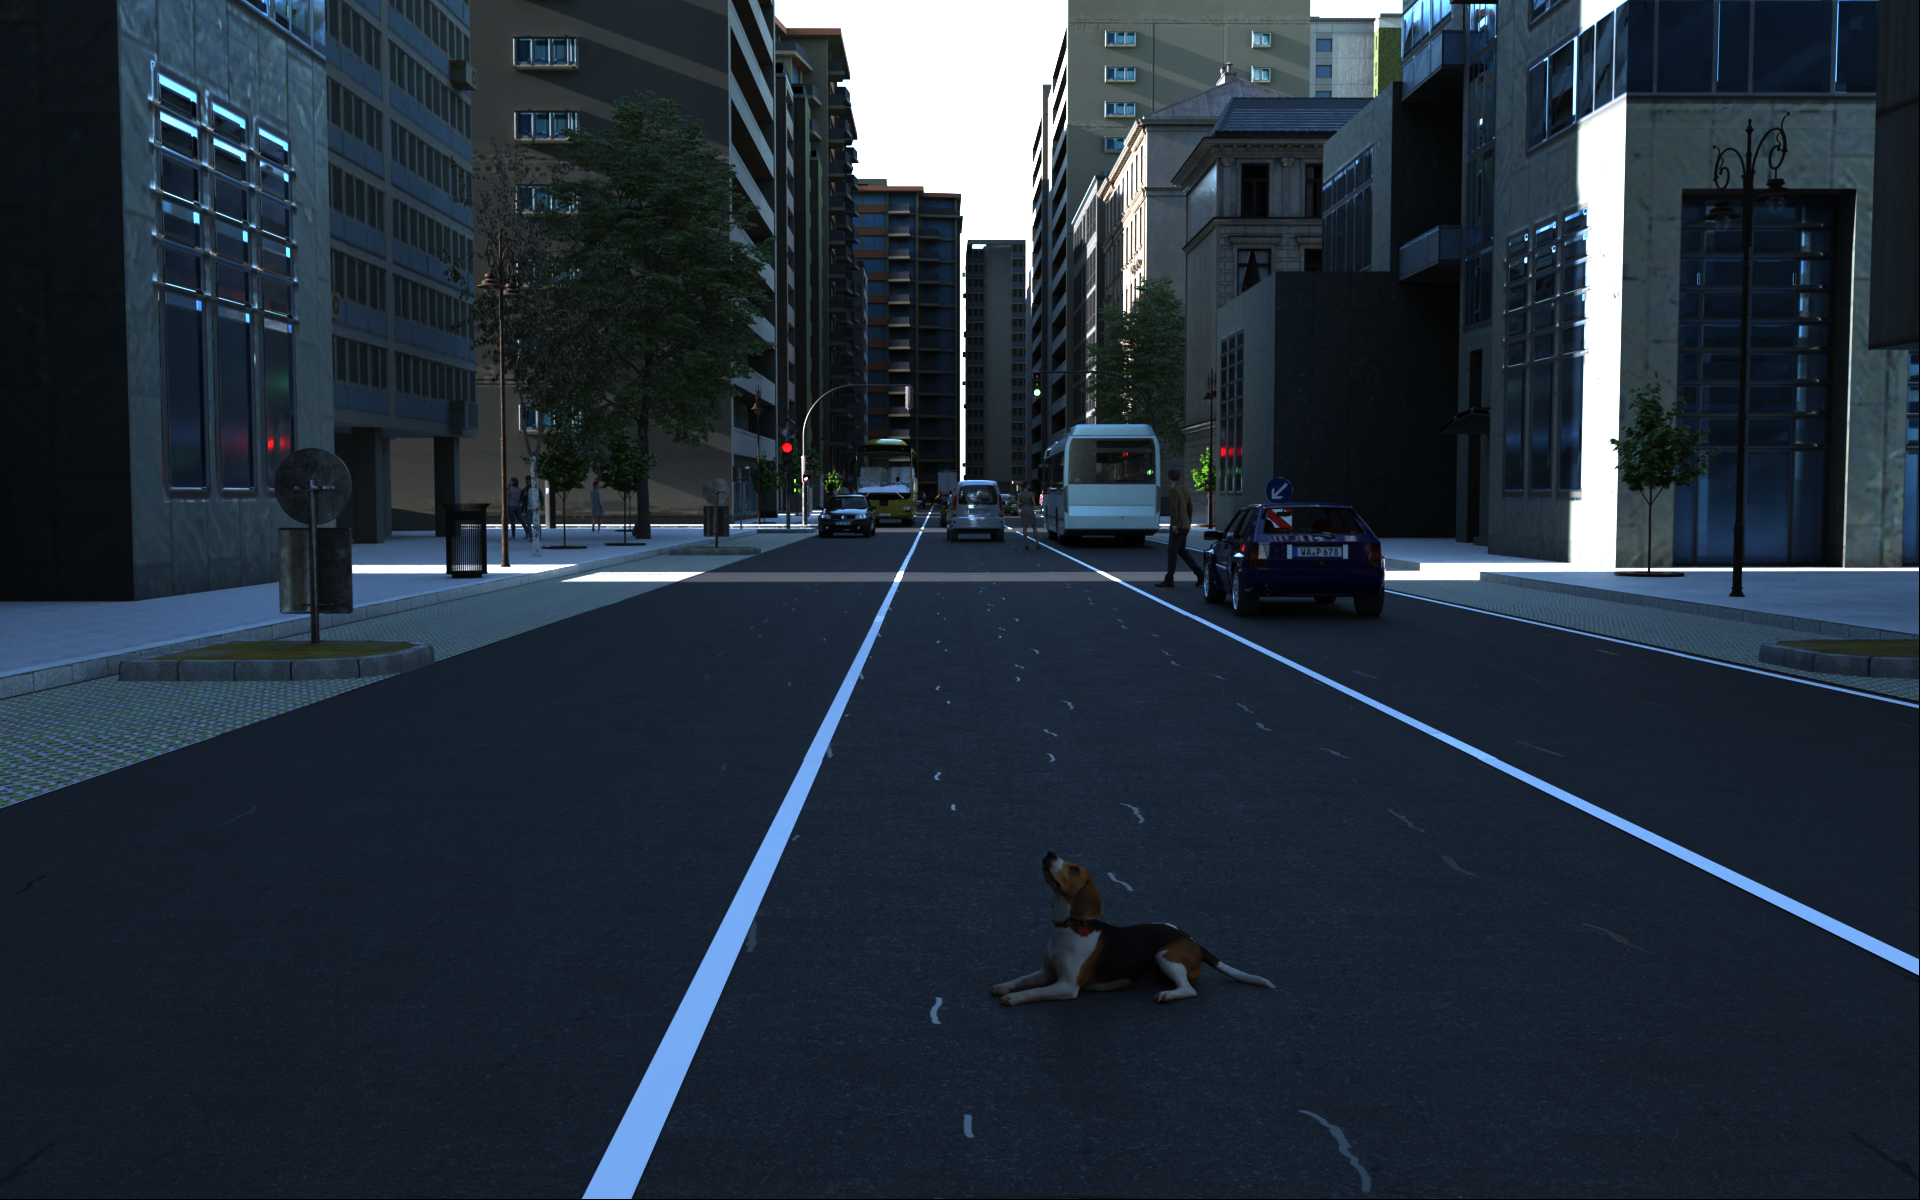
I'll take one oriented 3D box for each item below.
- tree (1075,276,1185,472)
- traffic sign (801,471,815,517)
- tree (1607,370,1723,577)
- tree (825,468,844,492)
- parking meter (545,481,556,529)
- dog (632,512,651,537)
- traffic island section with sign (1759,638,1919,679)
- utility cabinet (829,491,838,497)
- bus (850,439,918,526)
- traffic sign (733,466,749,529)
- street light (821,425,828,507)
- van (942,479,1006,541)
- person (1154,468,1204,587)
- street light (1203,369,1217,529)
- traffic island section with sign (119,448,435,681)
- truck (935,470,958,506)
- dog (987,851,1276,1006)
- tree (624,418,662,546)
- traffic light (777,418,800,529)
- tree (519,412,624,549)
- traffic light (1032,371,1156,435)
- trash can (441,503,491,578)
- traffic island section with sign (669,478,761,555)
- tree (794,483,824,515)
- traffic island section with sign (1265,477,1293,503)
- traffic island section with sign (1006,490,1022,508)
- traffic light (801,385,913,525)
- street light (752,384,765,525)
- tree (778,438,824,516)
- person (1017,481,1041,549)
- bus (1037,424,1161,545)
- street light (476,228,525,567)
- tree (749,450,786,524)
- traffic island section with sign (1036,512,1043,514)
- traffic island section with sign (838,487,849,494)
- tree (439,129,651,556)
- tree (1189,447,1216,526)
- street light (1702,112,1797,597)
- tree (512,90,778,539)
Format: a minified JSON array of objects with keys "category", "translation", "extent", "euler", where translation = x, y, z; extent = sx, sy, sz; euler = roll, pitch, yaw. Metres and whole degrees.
[{"category":"tree","translation":[9.916,-10.518,90.094],"extent":[7.486,12.596,7.792],"euler":[0,3,0]},{"category":"traffic sign","translation":[-8.450,-5.891,96.416],"extent":[0.768,2.556,0.104],"euler":[0,4,5]},{"category":"tree","translation":[10.765,-1.982,27.009],"extent":[1.663,3.219,1.824],"euler":[0,3,0]},{"category":"tree","translation":[-9.302,-8.085,126.783],"extent":[1.663,3.219,1.824],"euler":[0,3,0]},{"category":"parking meter","translation":[-15.292,-3.605,64.653],"extent":[0.255,1.863,0.399],"euler":[-3,5,-42]},{"category":"dog","translation":[-9.705,-2.332,52.502],"extent":[0.513,0.831,0.800],"euler":[-2,4,-23]},{"category":"traffic island section with sign","translation":[7.789,-0.344,14.251],"extent":[1.989,1.847,2.006],"euler":[0,4,-1]},{"category":"utility cabinet","translation":[-8.713,-6.770,119.373],"extent":[0.318,1.500,1.173],"euler":[-2,4,-24]},{"category":"bus","translation":[-3.326,-5.433,80.377],"extent":[2.896,3.916,12.252],"euler":[0,4,-1]},{"category":"traffic sign","translation":[-7.952,-3.716,62.882],"extent":[0.606,2.300,0.079],"euler":[0,4,7]},{"category":"street light","translation":[-8.969,-8.653,114.263],"extent":[0.468,5.910,1.993],"euler":[0,4,-1]},{"category":"van","translation":[0.453,-2.860,53.766],"extent":[2.013,2.044,4.112],"euler":[0,4,-2]},{"category":"person","translation":[3.416,-1.123,26.770],"extent":[0.836,1.842,0.656],"euler":[0,3,0]},{"category":"street light","translation":[9.251,-5.564,63.757],"extent":[0.468,5.910,1.993],"euler":[0,4,-1]},{"category":"traffic island section with sign","translation":[-5.432,-0.337,14.135],"extent":[1.989,1.847,2.006],"euler":[0,4,-1]},{"category":"truck","translation":[-1.589,-13.530,210.130],"extent":[2.839,4.237,11.283],"euler":[0,4,-1]},{"category":"dog","translation":[0.496,0.931,4.965],"extent":[0.748,0.427,0.550],"euler":[2,4,24]},{"category":"tree","translation":[-8.522,-2.979,43.315],"extent":[1.663,3.219,1.824],"euler":[0,3,0]},{"category":"traffic light","translation":[-6.327,-4.587,63.915],"extent":[0.839,4.253,0.868],"euler":[0,4,-1]},{"category":"tree","translation":[-9.213,-2.819,40.695],"extent":[1.663,3.219,1.824],"euler":[0,3,0]},{"category":"traffic light","translation":[5.042,-5.459,63.928],"extent":[4.771,5.953,1.251],"euler":[0,4,-1]},{"category":"trash can","translation":[-7.566,-0.911,26.541],"extent":[0.748,1.137,0.748],"euler":[0,3,0]},{"category":"traffic island section with sign","translation":[-5.768,-1.985,41.088],"extent":[1.989,1.847,2.006],"euler":[0,4,-1]},{"category":"tree","translation":[-9.517,-6.817,106.051],"extent":[1.663,3.219,1.824],"euler":[0,3,0]},{"category":"traffic island section with sign","translation":[7.454,-2.032,41.847],"extent":[1.989,1.847,2.006],"euler":[0,4,-1]},{"category":"traffic island section with sign","translation":[5.842,-10.111,173.941],"extent":[1.989,1.847,2.006],"euler":[0,4,-1]},{"category":"traffic light","translation":[-4.334,-5.951,71.960],"extent":[4.771,5.953,1.251],"euler":[0,4,-1]},{"category":"street light","translation":[-8.467,-6.118,72.816],"extent":[0.468,5.910,1.993],"euler":[0,4,-1]},{"category":"tree","translation":[-9.532,-7.180,101.098],"extent":[4.285,4.588,4.351],"euler":[0,3,0]},{"category":"person","translation":[1.798,-2.216,45.068],"extent":[0.599,1.781,0.374],"euler":[1,4,18]},{"category":"bus","translation":[4.027,-3.510,52.247],"extent":[2.948,3.499,13.247],"euler":[0,4,0]},{"category":"street light","translation":[-8.016,-3.522,30.373],"extent":[0.468,5.910,1.993],"euler":[0,4,-1]},{"category":"tree","translation":[-8.553,-4.946,75.476],"extent":[1.663,3.219,1.824],"euler":[0,3,0]},{"category":"traffic island section with sign","translation":[6.444,-7.065,124.143],"extent":[1.989,1.847,2.006],"euler":[0,4,-1]},{"category":"traffic island section with sign","translation":[-6.447,-5.397,96.865],"extent":[1.989,1.847,2.006],"euler":[0,4,-1]},{"category":"tree","translation":[-8.611,-5.193,35.260],"extent":[4.360,8.622,3.978],"euler":[0,3,0]},{"category":"tree","translation":[10.130,-4.674,71.027],"extent":[1.663,3.219,1.824],"euler":[0,3,0]},{"category":"street light","translation":[9.727,-2.980,21.505],"extent":[0.468,5.910,1.993],"euler":[0,4,-1]},{"category":"tree","translation":[-8.659,-8.020,49.261],"extent":[7.486,12.596,7.792],"euler":[0,3,0]}]
